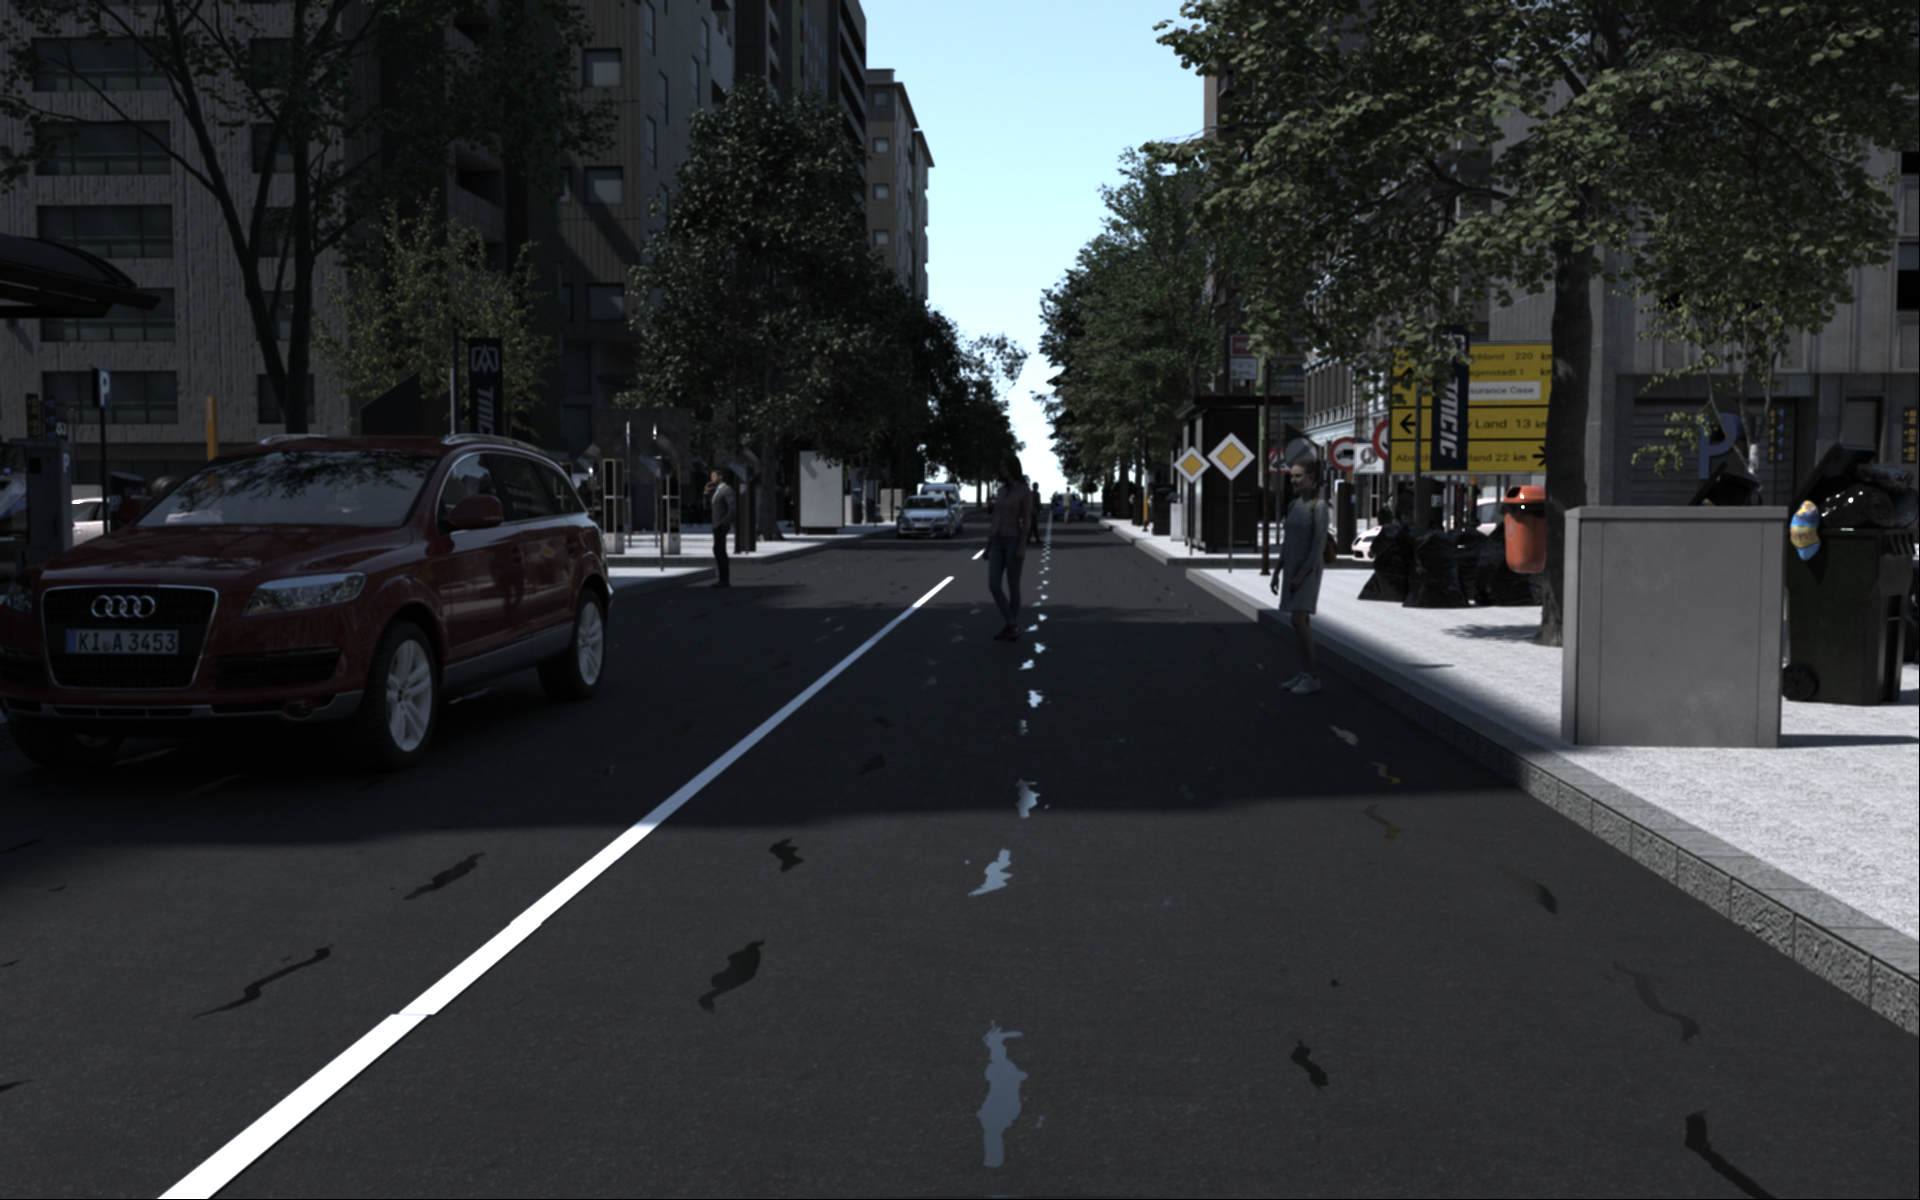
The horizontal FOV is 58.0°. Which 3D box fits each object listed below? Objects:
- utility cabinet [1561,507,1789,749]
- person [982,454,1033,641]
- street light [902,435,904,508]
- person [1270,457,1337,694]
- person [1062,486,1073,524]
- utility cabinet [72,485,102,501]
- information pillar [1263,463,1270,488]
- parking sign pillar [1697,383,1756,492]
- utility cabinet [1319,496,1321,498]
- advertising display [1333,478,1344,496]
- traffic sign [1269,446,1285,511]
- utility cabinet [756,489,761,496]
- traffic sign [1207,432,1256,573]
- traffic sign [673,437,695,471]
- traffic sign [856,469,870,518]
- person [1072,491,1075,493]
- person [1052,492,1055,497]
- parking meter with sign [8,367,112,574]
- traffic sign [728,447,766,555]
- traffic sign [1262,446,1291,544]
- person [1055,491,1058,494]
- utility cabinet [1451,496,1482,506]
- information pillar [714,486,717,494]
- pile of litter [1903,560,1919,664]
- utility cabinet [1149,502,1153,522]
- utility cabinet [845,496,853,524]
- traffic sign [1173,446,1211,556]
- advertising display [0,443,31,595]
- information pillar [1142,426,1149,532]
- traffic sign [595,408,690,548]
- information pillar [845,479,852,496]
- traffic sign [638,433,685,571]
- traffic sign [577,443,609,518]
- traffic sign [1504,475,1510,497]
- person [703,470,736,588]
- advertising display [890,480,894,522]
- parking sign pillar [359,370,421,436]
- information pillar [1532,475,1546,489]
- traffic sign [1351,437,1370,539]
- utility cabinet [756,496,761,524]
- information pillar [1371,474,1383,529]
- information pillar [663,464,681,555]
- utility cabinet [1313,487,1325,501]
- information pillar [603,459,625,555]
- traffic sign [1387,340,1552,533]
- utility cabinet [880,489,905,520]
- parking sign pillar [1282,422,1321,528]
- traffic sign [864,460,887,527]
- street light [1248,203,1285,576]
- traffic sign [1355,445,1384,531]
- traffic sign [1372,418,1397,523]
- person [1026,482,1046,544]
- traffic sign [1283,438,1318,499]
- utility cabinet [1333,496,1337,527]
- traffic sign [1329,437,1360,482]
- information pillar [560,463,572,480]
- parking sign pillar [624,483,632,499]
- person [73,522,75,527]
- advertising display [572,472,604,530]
[{"bbox_3d":[3.646,0.139,8.883,1.020,1.237,0.306,0,4,5],"label":"utility cabinet"},{"bbox_3d":[0.453,-0.522,17.051,0.555,1.821,0.388,2,4,34],"label":"person"},{"bbox_3d":[-2.628,-6.520,79.386,0.468,5.910,1.993,0,4,3],"label":"street light"},{"bbox_3d":[2.520,-0.194,12.679,0.522,1.701,0.512,-2,4,-27],"label":"person"},{"bbox_3d":[5.289,-4.614,84.131,0.606,1.804,0.583,3,4,36],"label":"person"},{"bbox_3d":[-22.122,-2.128,43.471,1.173,1.500,0.318,0,4,-1],"label":"utility cabinet"},{"bbox_3d":[19.299,-7.195,108.992,0.504,3.616,0.183,-1,4,-18],"label":"information pillar"},{"bbox_3d":[18.263,-3.232,41.307,1.447,3.967,1.447,-2,4,-26],"label":"parking sign pillar"},{"bbox_3d":[9.348,-2.169,46.624,0.306,1.237,1.020,-1,4,-15],"label":"utility cabinet"},{"bbox_3d":[17.588,-4.588,80.228,0.123,1.923,0.974,3,5,44],"label":"advertising display"},{"bbox_3d":[8.459,-2.811,46.061,0.768,2.556,0.104,1,4,10],"label":"traffic sign"},{"bbox_3d":[-9.418,-4.333,79.528,0.318,1.500,1.173,3,4,38],"label":"utility cabinet"},{"bbox_3d":[4.395,-1.498,28.133,0.795,2.450,0.064,0,4,3],"label":"traffic sign"},{"bbox_3d":[-6.468,-2.420,39.566,0.884,2.594,0.081,1,4,13],"label":"traffic sign"},{"bbox_3d":[-4.815,-5.301,86.777,0.768,2.556,0.104,0,4,6],"label":"traffic sign"},{"bbox_3d":[8.848,-7.738,136.492,0.593,1.643,0.415,0,4,1],"label":"person"},{"bbox_3d":[12.158,-13.045,222.696,0.541,1.710,0.530,2,4,26],"label":"person"},{"bbox_3d":[-12.731,-1.696,23.984,1.738,3.016,0.543,-1,4,-9],"label":"parking meter with sign"},{"bbox_3d":[-4.506,-2.017,36.627,0.795,2.450,0.064,0,4,3],"label":"traffic sign"},{"bbox_3d":[8.220,-2.729,44.615,0.884,2.594,0.081,0,4,8],"label":"traffic sign"},{"bbox_3d":[12.479,-13.180,223.629,1.348,1.869,0.705,0,4,-4],"label":"person"},{"bbox_3d":[16.205,-2.716,55.575,1.020,1.237,0.306,0,4,4],"label":"utility cabinet"},{"bbox_3d":[-8.051,-3.269,57.947,0.304,2.012,0.304,-1,4,-14],"label":"information pillar"},{"bbox_3d":[7.635,0.019,13.660,1.176,0.858,1.719,2,4,32],"label":"pile of litter"},{"bbox_3d":[8.989,-4.138,78.810,1.020,1.237,0.306,2,4,24],"label":"utility cabinet"},{"bbox_3d":[-4.732,-3.906,75.029,0.306,1.237,1.020,-1,4,-22],"label":"utility cabinet"},{"bbox_3d":[4.824,-1.986,36.107,0.795,2.450,0.064,0,4,3],"label":"traffic sign"},{"bbox_3d":[-12.184,-1.027,22.005,0.123,1.923,0.974,0,4,7],"label":"advertising display"},{"bbox_3d":[6.356,-4.149,59.198,0.183,3.616,0.504,0,3,0],"label":"information pillar"},{"bbox_3d":[-7.547,-2.893,41.170,2.265,3.308,0.079,0,4,4],"label":"traffic sign"},{"bbox_3d":[-5.392,-4.800,82.973,0.304,2.012,0.304,-3,4,-36],"label":"information pillar"},{"bbox_3d":[-4.935,-1.530,28.653,0.795,2.450,0.064,0,4,3],"label":"traffic sign"},{"bbox_3d":[-8.250,-2.312,38.981,0.795,2.450,0.064,1,4,12],"label":"traffic sign"},{"bbox_3d":[8.334,-1.607,26.388,0.768,2.556,0.104,0,4,6],"label":"traffic sign"},{"bbox_3d":[-3.709,-1.103,26.712,0.473,1.802,0.592,-1,4,-15],"label":"person"},{"bbox_3d":[-3.147,-4.579,80.081,0.123,1.923,0.974,0,4,-5],"label":"advertising display"},{"bbox_3d":[-12.344,-2.994,37.430,1.447,3.967,1.447,-3,4,-36],"label":"parking sign pillar"},{"bbox_3d":[8.306,-2.017,24.327,0.504,3.616,0.183,1,4,13],"label":"information pillar"},{"bbox_3d":[8.904,-2.376,38.960,0.768,2.556,0.104,1,4,12],"label":"traffic sign"},{"bbox_3d":[-8.477,-3.874,74.506,1.020,1.237,0.306,-2,4,-26],"label":"utility cabinet"},{"bbox_3d":[14.499,-3.410,60.238,0.304,2.012,0.304,-3,5,-44],"label":"information pillar"},{"bbox_3d":[-6.083,-1.951,36.383,0.304,2.012,0.304,-3,5,-42],"label":"information pillar"},{"bbox_3d":[10.563,-2.674,52.402,0.318,1.500,1.173,-1,4,-22],"label":"utility cabinet"},{"bbox_3d":[-7.330,-1.970,36.701,0.304,2.012,0.304,2,4,28],"label":"information pillar"},{"bbox_3d":[6.886,-1.793,23.189,2.265,3.308,0.079,1,4,11],"label":"traffic sign"},{"bbox_3d":[-3.238,-4.560,83.240,1.173,1.500,0.318,2,4,25],"label":"utility cabinet"},{"bbox_3d":[12.874,-4.687,65.108,1.447,3.967,1.447,0,4,-1],"label":"parking sign pillar"},{"bbox_3d":[-3.252,-4.064,66.454,0.884,2.594,0.081,0,4,8],"label":"traffic sign"},{"bbox_3d":[4.824,-3.327,27.176,0.468,5.910,1.993,0,4,3],"label":"street light"},{"bbox_3d":[8.337,-2.031,35.329,0.606,2.300,0.079,1,4,13],"label":"traffic sign"},{"bbox_3d":[7.199,-1.748,28.679,0.768,2.556,0.104,1,4,11],"label":"traffic sign"},{"bbox_3d":[2.181,-2.488,49.573,0.834,1.777,0.661,-3,5,-42],"label":"person"},{"bbox_3d":[7.742,-2.405,39.428,0.768,2.556,0.104,1,4,12],"label":"traffic sign"},{"bbox_3d":[14.623,-3.414,66.977,0.306,1.237,1.020,1,4,19],"label":"utility cabinet"},{"bbox_3d":[8.601,-2.357,38.636,0.768,2.556,0.104,0,4,6],"label":"traffic sign"},{"bbox_3d":[-9.300,-2.212,40.661,0.304,2.012,0.304,3,5,42],"label":"information pillar"},{"bbox_3d":[-14.451,-5.255,74.393,1.447,3.967,1.447,1,4,13],"label":"parking sign pillar"},{"bbox_3d":[-16.505,-1.378,31.709,0.731,1.740,0.598,1,4,14],"label":"person"},{"bbox_3d":[-10.983,-2.793,50.880,0.974,1.923,0.123,0,4,-4],"label":"advertising display"}]
